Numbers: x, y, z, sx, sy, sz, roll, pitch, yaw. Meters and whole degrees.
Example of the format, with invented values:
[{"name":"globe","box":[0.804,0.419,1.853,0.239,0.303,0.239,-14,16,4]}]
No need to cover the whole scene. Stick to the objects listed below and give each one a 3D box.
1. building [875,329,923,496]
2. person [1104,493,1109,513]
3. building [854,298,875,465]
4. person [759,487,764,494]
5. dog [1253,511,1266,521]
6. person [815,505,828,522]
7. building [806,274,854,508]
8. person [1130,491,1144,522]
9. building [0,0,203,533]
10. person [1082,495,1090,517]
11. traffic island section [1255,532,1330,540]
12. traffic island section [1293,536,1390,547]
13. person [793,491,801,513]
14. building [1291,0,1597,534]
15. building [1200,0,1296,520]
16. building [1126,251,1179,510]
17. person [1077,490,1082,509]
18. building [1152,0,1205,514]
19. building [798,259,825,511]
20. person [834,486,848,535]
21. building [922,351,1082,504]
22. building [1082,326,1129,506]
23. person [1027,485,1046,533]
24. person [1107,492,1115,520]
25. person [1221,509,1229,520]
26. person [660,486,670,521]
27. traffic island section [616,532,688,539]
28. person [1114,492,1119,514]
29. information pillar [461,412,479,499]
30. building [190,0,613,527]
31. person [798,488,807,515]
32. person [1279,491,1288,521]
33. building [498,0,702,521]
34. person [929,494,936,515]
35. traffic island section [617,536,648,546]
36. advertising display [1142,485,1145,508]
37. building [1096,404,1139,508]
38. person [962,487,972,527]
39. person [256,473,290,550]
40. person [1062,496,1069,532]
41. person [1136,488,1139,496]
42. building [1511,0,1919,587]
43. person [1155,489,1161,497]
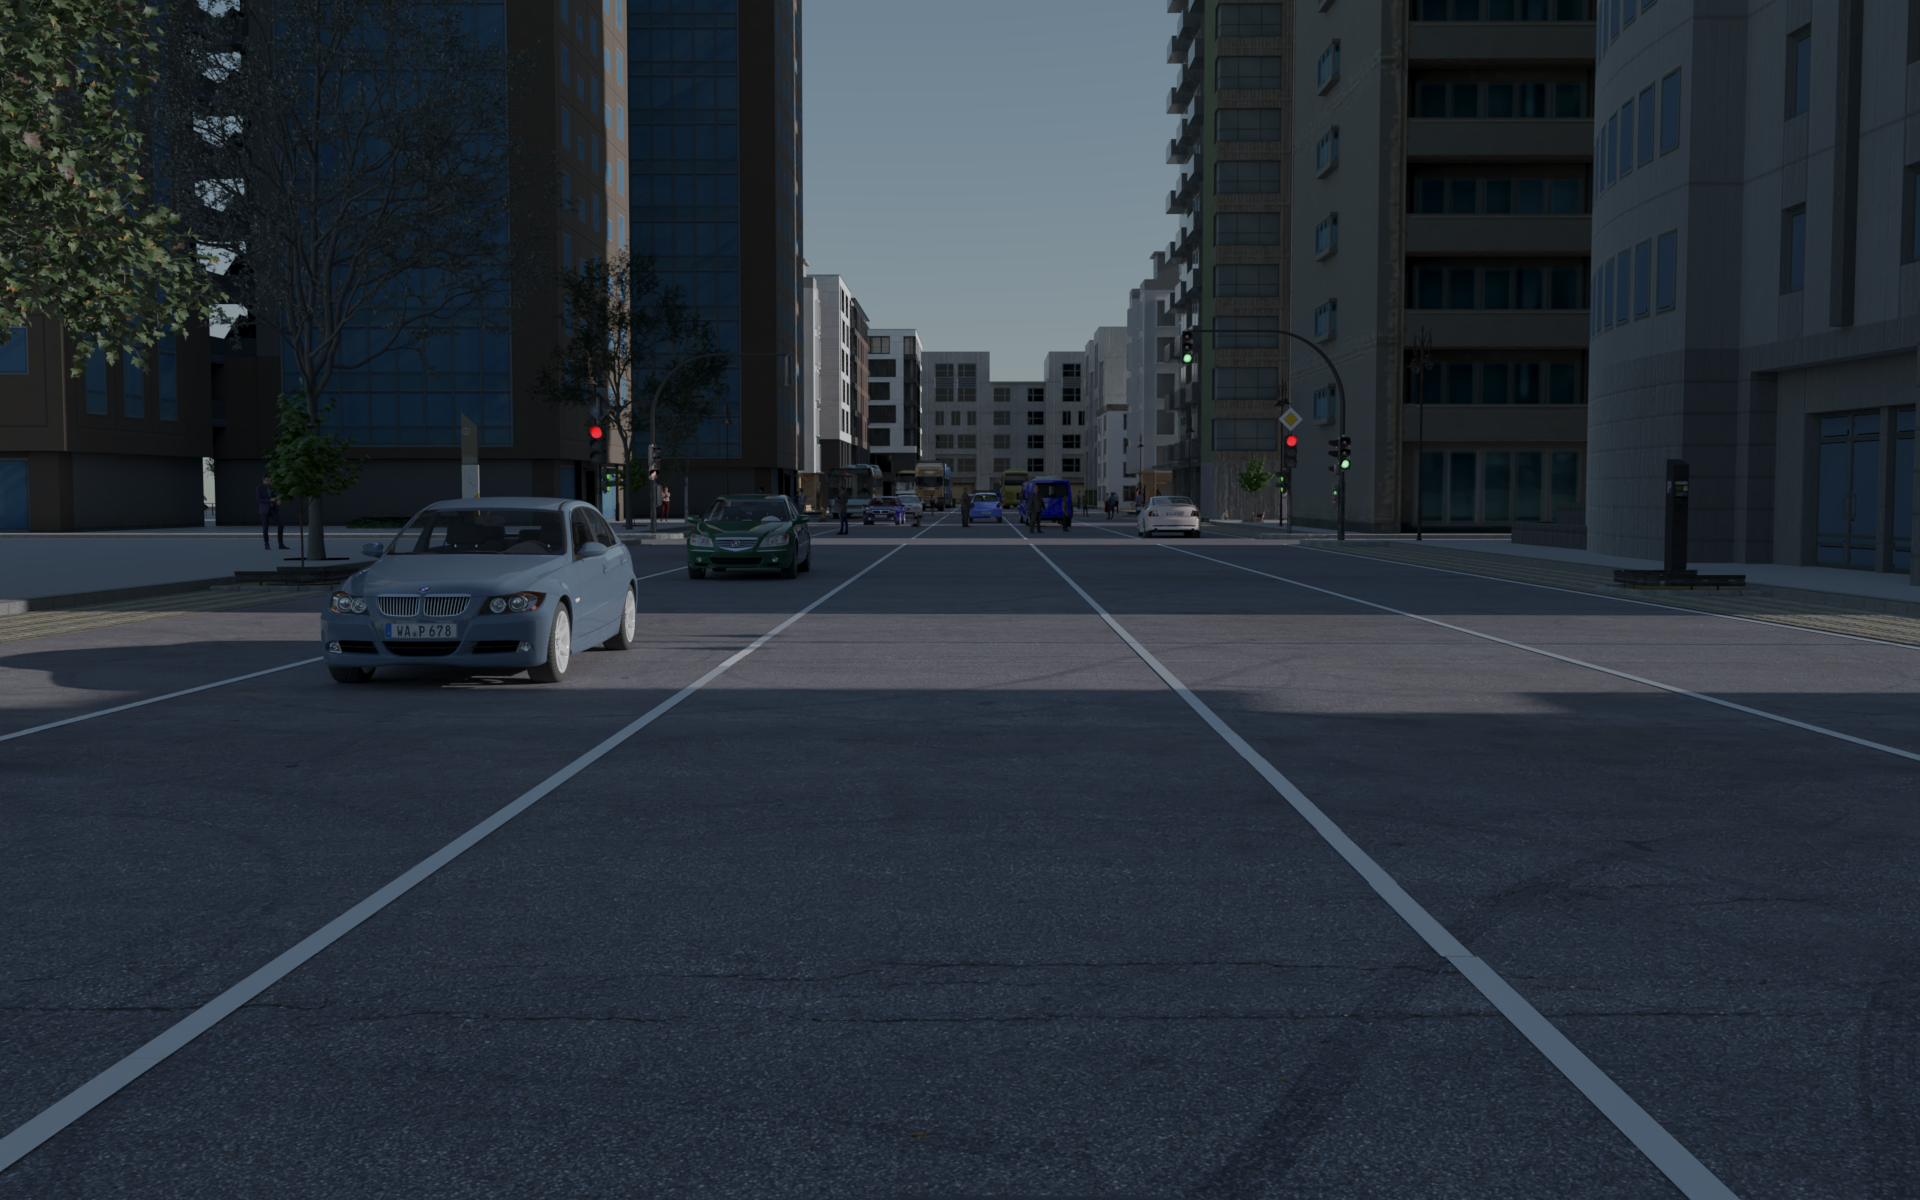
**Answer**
[{"name":"building","box":[-21.568,-23.506,228.300,32.646,21.610,27.936,0,4,1]},{"name":"person","box":[11.077,-7.315,130.561,0.387,1.526,0.523,1,4,19]},{"name":"building","box":[-27.025,-21.429,194.338,32.646,21.610,27.936,0,4,1]},{"name":"person","box":[-8.333,-3.896,72.899,0.576,1.737,0.504,-1,4,-14]},{"name":"dog","box":[13.811,-3.863,79.989,0.540,0.507,0.406,-1,4,-18]},{"name":"person","box":[-6.990,-4.339,87.370,0.695,0.859,0.347,2,4,29]},{"name":"building","box":[-25.137,-19.285,159.283,27.936,21.610,32.646,0,4,1]},{"name":"person","box":[9.273,-4.853,89.809,0.963,1.587,0.435,-3,5,-43]},{"name":"building","box":[-36.256,-25.209,62.284,14.200,45.320,14.600,0,4,1]},{"name":"person","box":[7.968,-5.956,109.789,0.435,1.345,0.340,-3,4,-39]},{"name":"traffic island section","box":[10.672,-2.065,56.040,2.009,0.180,2.903,0,4,1]},{"name":"traffic island section","box":[10.584,-1.576,48.055,2.009,0.180,2.903,0,4,1]},{"name":"person","box":[-8.378,-4.885,90.233,0.647,1.594,0.662,1,4,15]},{"name":"building","box":[23.875,-26.963,64.541,21.600,48.544,21.300,0,4,1]},{"name":"building","box":[19.692,-24.949,91.507,14.154,41.232,14.086,0,4,1]},{"name":"building","box":[21.729,-17.380,140.582,16.016,20.091,11.380,0,4,1]},{"name":"person","box":[11.460,-9.652,166.401,0.705,1.814,1.350,-1,4,-17]},{"name":"building","box":[25.494,-30.225,113.787,23.786,49.044,30.456,0,4,1]},{"name":"building","box":[-18.999,-17.179,137.290,16.016,20.091,11.380,0,4,1]},{"name":"person","box":[-4.192,-3.161,60.998,0.431,1.722,0.655,1,4,21]},{"name":"building","box":[11.088,-21.805,222.976,31.486,18.905,16.747,0,4,1]},{"name":"building","box":[23.105,-19.859,191.145,16.747,18.905,31.486,0,4,1]},{"name":"person","box":[2.845,-3.344,63.720,0.990,1.755,0.434,-3,5,-43]},{"name":"person","box":[8.457,-5.277,96.994,0.499,1.552,0.429,0,4,-5]},{"name":"person","box":[12.933,-4.158,84.496,0.357,0.543,0.381,-1,4,-11]},{"name":"person","box":[-13.885,-4.525,81.493,0.517,1.644,0.566,3,4,36]},{"name":"traffic island section","box":[-9.969,-2.079,56.269,2.009,0.180,2.903,0,4,1]},{"name":"person","box":[11.088,-6.923,123.909,0.614,1.554,0.590,-1,4,-14]},{"name":"information pillar","box":[-13.945,-3.543,49.290,0.504,3.616,0.183,0,4,5]},{"name":"building","box":[-22.699,-25.970,74.719,14.600,45.320,14.200,0,4,1]},{"name":"person","box":[-7.954,-4.776,87.313,0.376,1.734,0.841,1,4,16]},{"name":"person","box":[15.676,-4.704,83.618,0.551,1.740,0.621,-3,5,-41]},{"name":"building","box":[-16.407,-27.321,96.811,14.600,45.320,14.200,0,4,1]},{"name":"person","box":[-1.888,-6.377,115.955,0.628,1.438,0.799,-1,4,-23]},{"name":"traffic island section","box":[-10.056,-1.590,48.285,2.009,0.180,2.903,0,4,1]},{"name":"advertising display","box":[12.992,-7.171,122.456,0.123,1.923,0.974,0,4,0]},{"name":"building","box":[18.194,-13.416,161.496,9.099,9.664,28.070,0,4,1]},{"name":"person","box":[0.289,-4.042,75.135,0.434,1.755,0.990,-1,4,-17]},{"name":"person","box":[-15.822,-2.044,39.917,0.568,1.767,0.683,3,5,41]},{"name":"person","box":[4.064,-3.291,66.221,0.340,1.345,0.435,0,4,-3]},{"name":"person","box":[13.864,-7.800,134.261,0.721,1.739,1.217,1,4,10]},{"name":"building","box":[23.903,-29.990,32.341,21.231,58.520,28.212,0,4,1]},{"name":"person","box":[13.349,-6.636,116.245,0.444,1.614,0.593,0,4,0]}]
